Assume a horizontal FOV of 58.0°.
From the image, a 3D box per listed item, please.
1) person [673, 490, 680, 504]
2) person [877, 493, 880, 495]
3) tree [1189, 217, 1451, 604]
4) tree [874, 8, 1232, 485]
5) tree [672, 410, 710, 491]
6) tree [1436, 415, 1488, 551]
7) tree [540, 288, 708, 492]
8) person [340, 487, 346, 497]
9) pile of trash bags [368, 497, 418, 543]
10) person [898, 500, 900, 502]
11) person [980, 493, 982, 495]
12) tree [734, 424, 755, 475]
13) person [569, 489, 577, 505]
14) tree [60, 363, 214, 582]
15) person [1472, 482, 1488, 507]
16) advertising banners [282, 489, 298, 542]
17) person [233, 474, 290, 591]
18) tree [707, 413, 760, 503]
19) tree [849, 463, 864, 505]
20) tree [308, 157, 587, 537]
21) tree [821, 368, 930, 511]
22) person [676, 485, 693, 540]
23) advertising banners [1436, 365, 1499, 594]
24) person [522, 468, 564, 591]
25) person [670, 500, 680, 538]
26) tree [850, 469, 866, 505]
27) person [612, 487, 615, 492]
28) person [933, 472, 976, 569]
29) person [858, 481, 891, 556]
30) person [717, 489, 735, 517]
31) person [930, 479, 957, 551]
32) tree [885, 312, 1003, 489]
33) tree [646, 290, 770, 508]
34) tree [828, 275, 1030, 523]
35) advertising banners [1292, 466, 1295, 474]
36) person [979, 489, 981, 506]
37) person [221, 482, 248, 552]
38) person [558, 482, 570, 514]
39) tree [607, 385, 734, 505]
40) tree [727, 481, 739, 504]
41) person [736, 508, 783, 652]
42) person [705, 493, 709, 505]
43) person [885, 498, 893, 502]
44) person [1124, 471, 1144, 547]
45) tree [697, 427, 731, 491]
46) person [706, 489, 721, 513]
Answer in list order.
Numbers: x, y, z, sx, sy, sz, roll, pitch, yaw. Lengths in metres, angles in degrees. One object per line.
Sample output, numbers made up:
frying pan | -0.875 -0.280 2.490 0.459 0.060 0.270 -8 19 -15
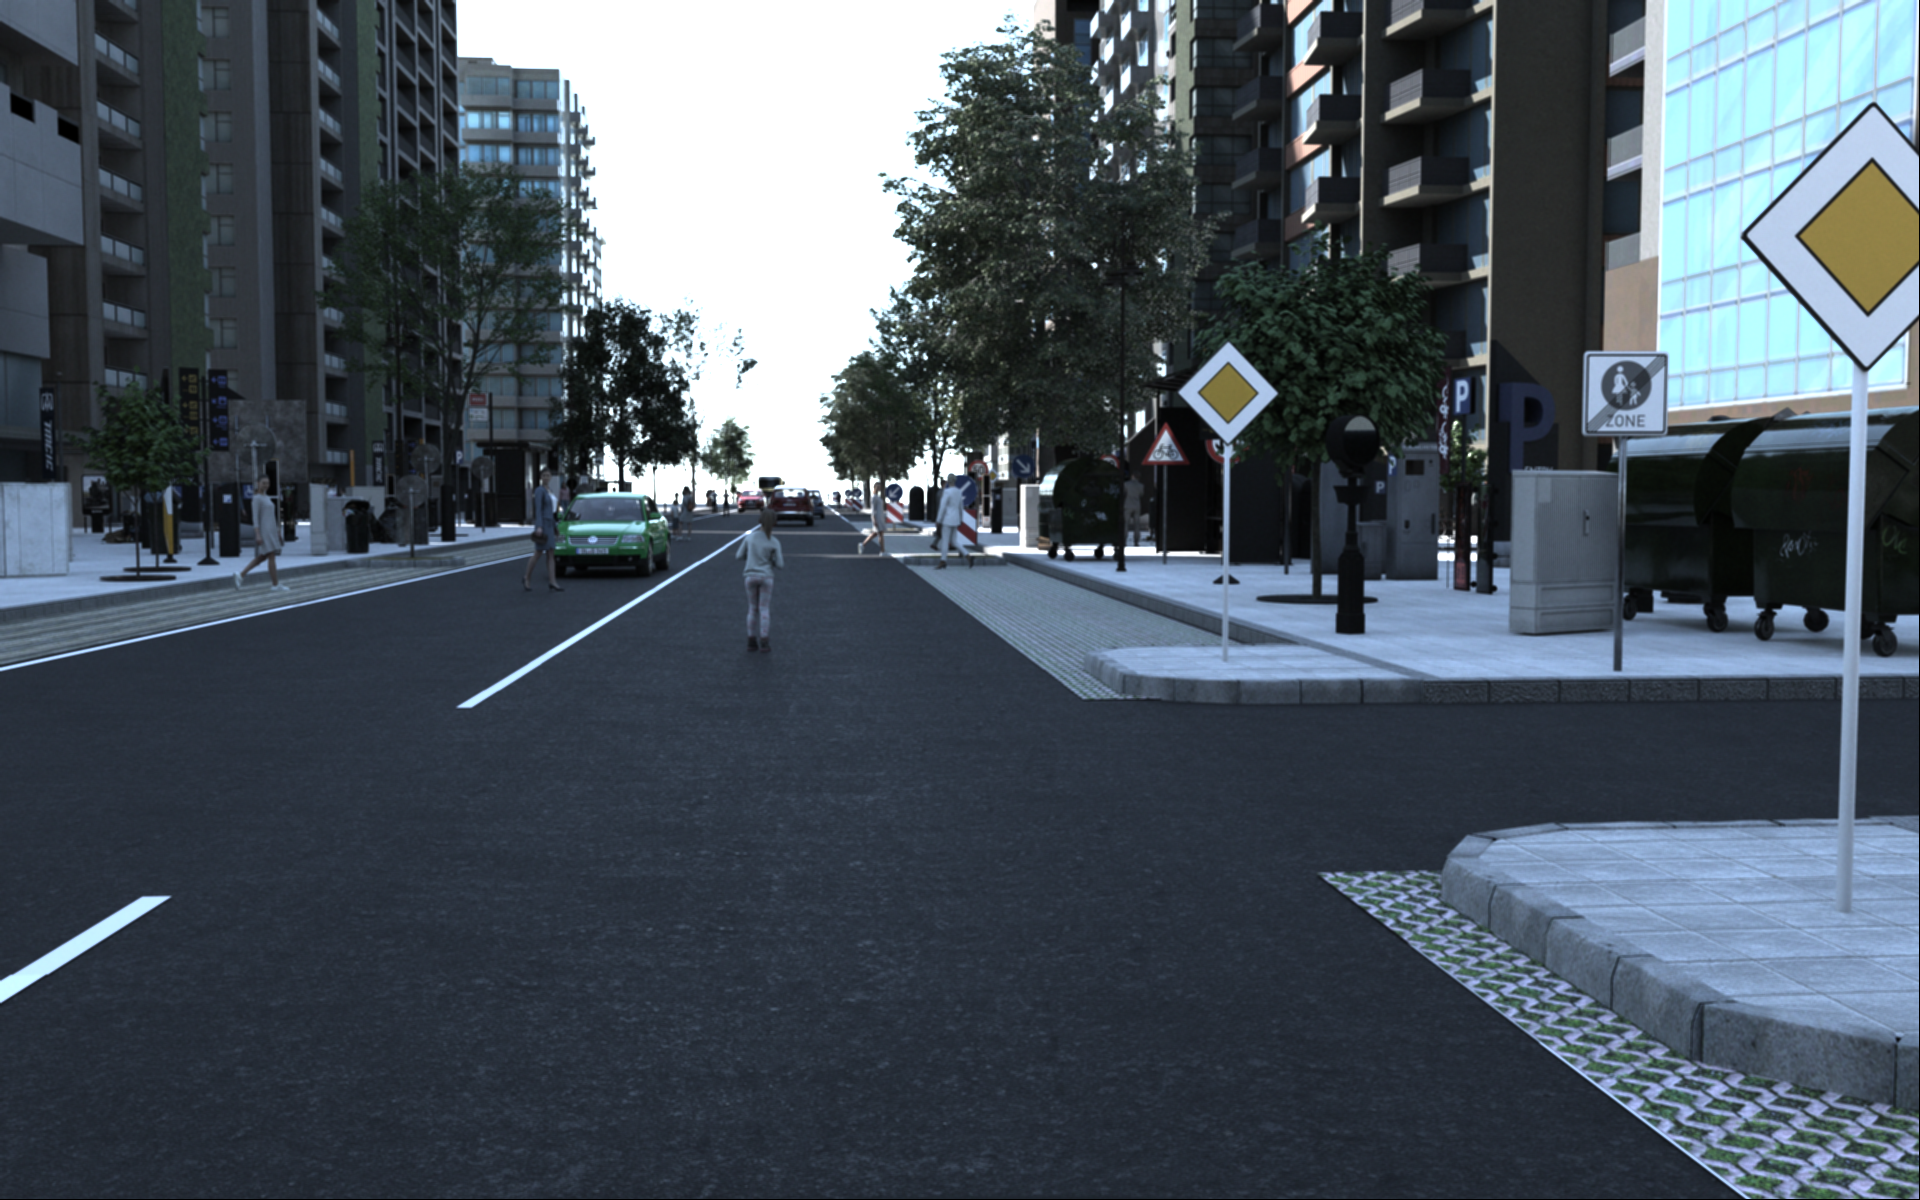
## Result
person | -35.287 -12.792 215.742 0.990 1.755 0.434 1 4 23
person | -11.751 -14.599 245.459 0.721 1.735 1.217 3 5 45
tree | 4.330 -2.269 20.810 4.285 4.588 4.351 0 3 0
tree | 2.357 -8.522 45.988 9.857 13.997 8.962 0 3 0
tree | -22.457 -11.765 142.728 4.360 8.622 3.978 0 3 0
tree | 11.397 -2.748 39.535 1.663 3.219 1.824 0 3 0
tree | -18.881 -10.994 96.761 9.611 12.733 9.660 0 3 0
person | -19.687 -2.858 55.374 0.503 1.515 0.523 3 5 44
pile of trash bags | -15.269 -2.238 46.351 1.912 1.369 3.447 0 4 3
person | -7.508 -12.610 212.953 0.721 1.736 1.217 -3 5 -44
person | 2.653 -11.312 191.824 1.217 1.723 0.721 -1 4 -14
tree | -28.945 -17.021 212.705 8.767 10.594 7.601 2 4 33
person | -19.030 -4.868 85.417 0.659 1.850 0.755 -3 4 -38
tree | -12.155 -1.900 25.659 1.663 3.219 1.824 0 3 0
person | 13.636 -2.366 44.705 0.794 1.824 0.713 -1 4 -11
advertising banners | -18.319 -3.049 46.042 0.090 3.025 2.074 1 4 16
person | -10.270 -0.991 25.448 0.760 1.731 0.466 -2 4 -32
tree | -31.869 -19.882 243.204 7.486 12.596 7.792 0 3 0
tree | -11.207 -15.219 199.185 4.737 8.622 4.395 0 3 0
tree | -15.495 -7.762 52.660 9.928 11.665 9.643 0 3 0
tree | -5.710 -11.807 127.462 8.767 10.594 7.601 1 4 17
person | -8.515 -2.717 53.924 0.522 1.701 0.512 3 4 36
advertising banners | 6.699 -1.640 22.995 0.090 3.025 2.074 0 4 -5
person | -6.182 -1.049 25.680 0.654 1.822 0.581 2 4 28
person | -9.291 -2.643 56.396 0.332 1.250 0.352 -1 4 -12
tree | -11.338 -15.519 204.090 4.360 8.622 3.978 0 3 0
person | -22.027 -6.298 109.735 1.217 1.743 0.721 2 4 28
person | -0.113 -1.489 32.729 0.818 1.842 0.514 1 4 16
person | -1.958 -1.880 39.993 0.760 1.731 0.466 -1 4 -22
person | -14.799 -6.130 109.442 1.217 1.736 0.721 1 4 11
person | -0.379 -2.150 43.756 0.767 1.812 0.694 0 4 -2
tree | 0.265 -7.238 68.710 4.737 8.622 4.395 0 3 0
tree | -23.861 -18.562 159.372 12.611 20.169 13.585 0 3 0
tree | -0.927 -9.276 77.425 9.928 11.665 9.643 0 3 0
advertising banners | 9.890 -3.652 55.899 2.074 3.025 0.090 0 4 -5
person | 2.154 -11.463 193.430 0.705 1.831 1.348 3 5 44
person | -15.972 -1.948 37.922 0.581 1.822 0.654 2 4 30
person | -17.231 -4.242 75.407 0.555 1.821 0.388 -3 5 -43
tree | -22.295 -11.642 124.762 8.767 10.594 7.601 3 5 42
tree | -30.691 -14.604 233.375 1.663 3.219 1.824 0 3 0
person | -1.835 -0.188 15.861 0.425 1.301 0.394 -1 4 -9
person | -29.849 -12.156 204.815 0.705 1.821 1.348 1 4 18
person | -4.678 -6.927 119.989 1.217 1.739 0.721 -2 4 -34
person | 4.148 -2.222 42.185 0.655 1.846 0.447 -1 4 -11
tree | -26.825 -14.568 188.553 4.737 8.622 4.395 0 3 0
person | -18.566 -7.489 130.924 1.348 1.826 0.705 -3 5 -43
